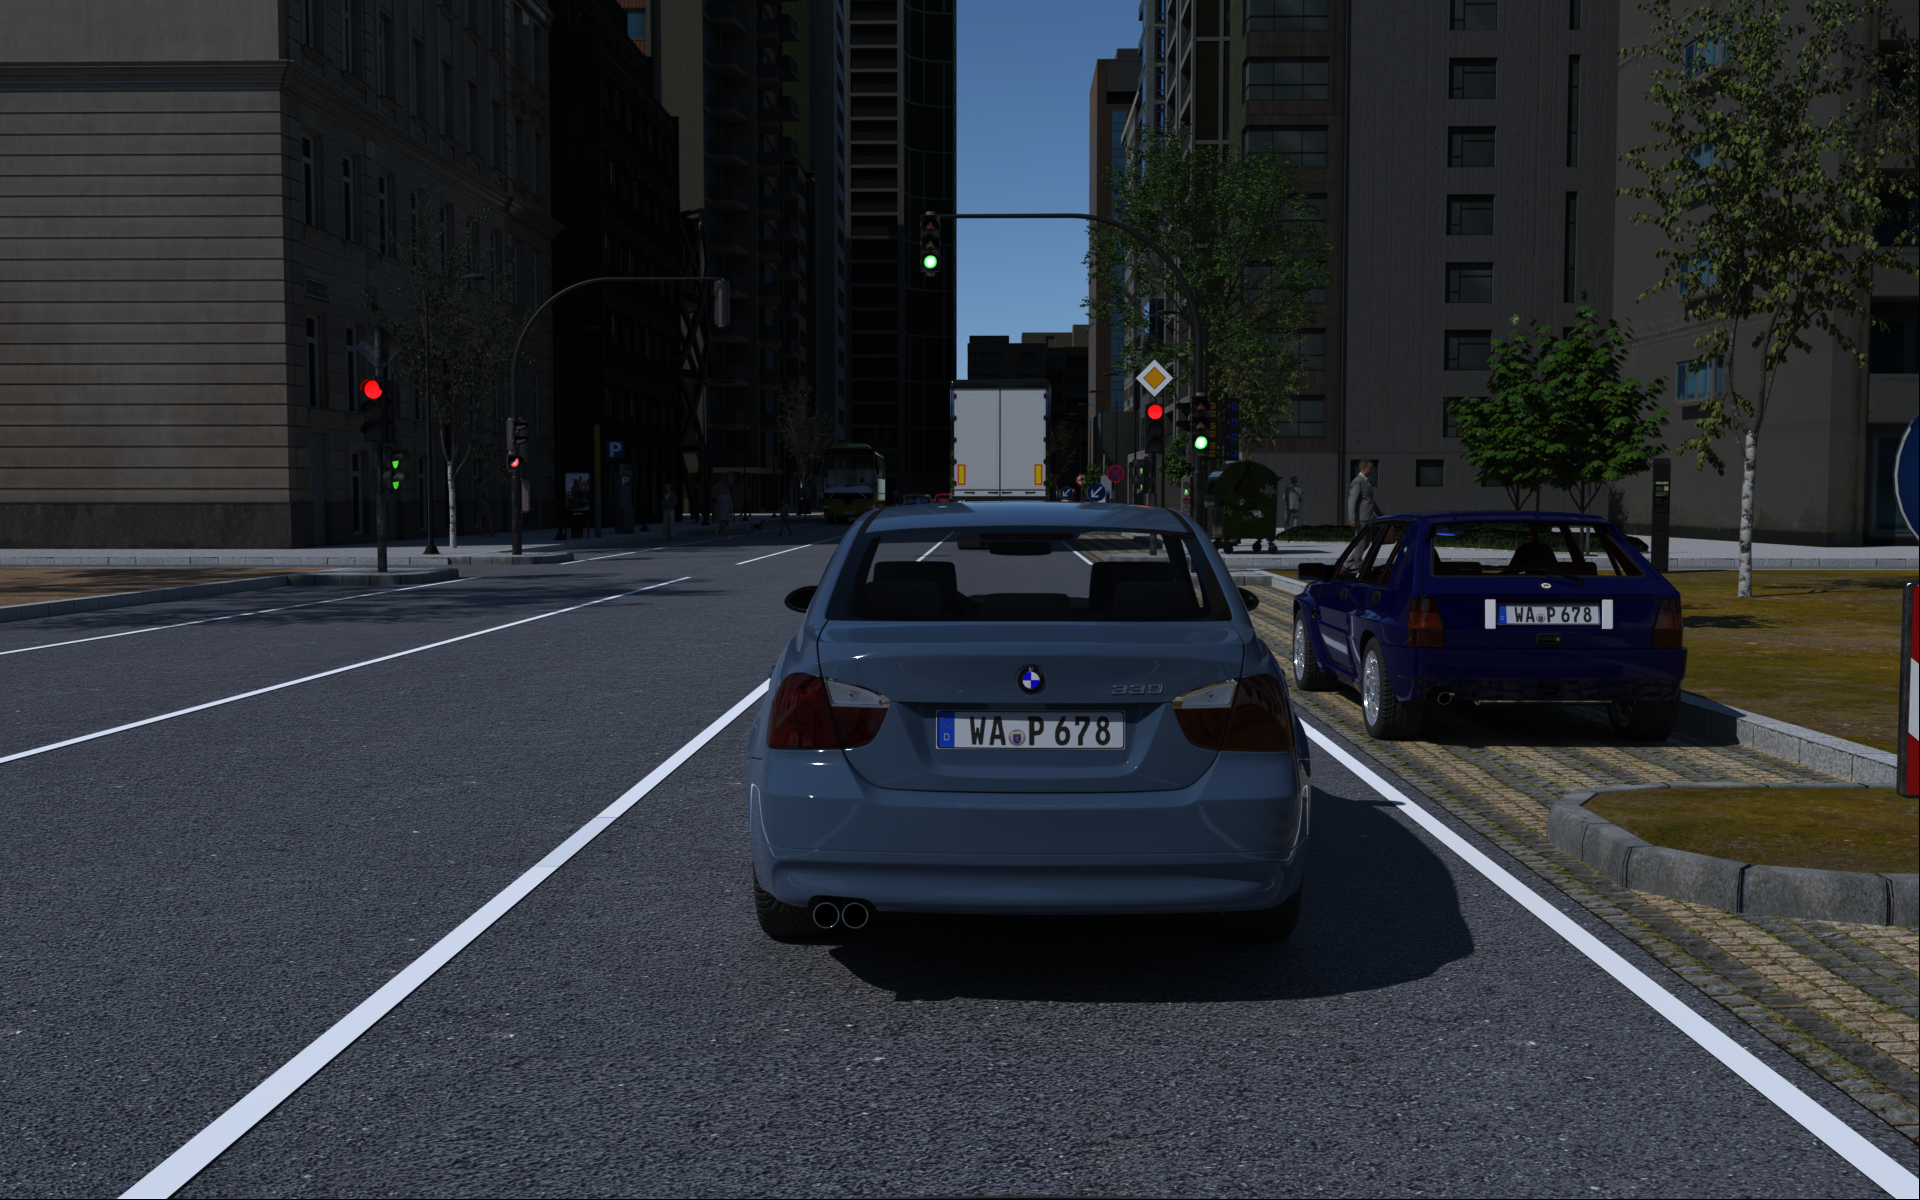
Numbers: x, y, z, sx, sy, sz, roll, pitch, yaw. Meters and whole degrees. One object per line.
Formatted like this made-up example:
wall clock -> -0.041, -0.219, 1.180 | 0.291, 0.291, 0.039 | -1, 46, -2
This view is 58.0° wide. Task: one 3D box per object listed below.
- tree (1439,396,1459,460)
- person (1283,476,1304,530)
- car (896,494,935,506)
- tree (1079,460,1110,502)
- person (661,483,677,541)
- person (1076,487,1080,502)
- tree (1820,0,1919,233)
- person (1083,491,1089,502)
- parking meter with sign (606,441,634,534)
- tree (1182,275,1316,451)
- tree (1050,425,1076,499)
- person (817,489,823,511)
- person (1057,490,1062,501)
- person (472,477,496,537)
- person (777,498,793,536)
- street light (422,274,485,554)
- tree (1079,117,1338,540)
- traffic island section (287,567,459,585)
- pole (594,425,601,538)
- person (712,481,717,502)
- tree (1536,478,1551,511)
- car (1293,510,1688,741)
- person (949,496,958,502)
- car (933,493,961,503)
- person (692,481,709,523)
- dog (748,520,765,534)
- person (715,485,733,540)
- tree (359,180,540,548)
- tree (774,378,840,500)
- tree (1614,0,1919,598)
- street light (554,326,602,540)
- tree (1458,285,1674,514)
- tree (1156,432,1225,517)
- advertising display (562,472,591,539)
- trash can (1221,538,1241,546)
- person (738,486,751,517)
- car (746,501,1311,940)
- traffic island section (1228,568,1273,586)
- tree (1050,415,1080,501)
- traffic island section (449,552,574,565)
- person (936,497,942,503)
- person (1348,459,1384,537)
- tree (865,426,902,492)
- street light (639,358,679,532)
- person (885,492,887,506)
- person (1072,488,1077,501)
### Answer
tree -> 5.890, -1.466, 18.568 | 1.663, 3.219, 1.824 | 0, 3, 0
person -> 9.781, -2.736, 50.981 | 0.606, 1.804, 0.583 | 0, 4, -4
car -> -1.835, -3.979, 75.285 | 2.015, 1.641, 3.980 | 0, 4, 3
tree -> 7.588, -6.296, 97.537 | 1.663, 3.219, 1.824 | 0, 3, 0
person -> -8.888, -2.674, 52.769 | 0.519, 1.759, 0.362 | 2, 4, 30
person -> 9.203, -7.966, 136.317 | 1.348, 1.821, 0.705 | -1, 4, -15
tree -> 10.088, -3.950, 14.939 | 4.360, 8.622, 3.978 | 0, 3, 0
person -> 9.703, -7.700, 132.863 | 0.541, 1.710, 0.530 | 0, 4, 4
parking meter with sign -> -11.010, -3.679, 56.416 | 0.543, 3.016, 1.738 | -2, 4, -26
tree -> 9.546, -6.562, 57.647 | 4.737, 8.622, 4.395 | 0, 3, 0
tree -> 10.098, -14.052, 180.106 | 4.737, 8.622, 4.395 | 0, 3, 0
person -> -10.337, -7.502, 129.641 | 0.756, 1.711, 0.436 | -1, 4, -9
person -> 10.214, -10.430, 176.586 | 0.705, 1.823, 1.348 | -2, 4, -31
person -> -14.252, -2.780, 51.837 | 0.599, 1.781, 0.374 | 1, 4, 11
person -> -5.982, -2.847, 59.324 | 0.475, 1.303, 0.640 | 3, 5, 40
street light -> -10.736, -3.928, 36.757 | 1.470, 5.913, 1.316 | 0, 4, 1
tree -> 6.924, -7.519, 48.686 | 9.928, 11.665, 9.643 | 0, 3, 0
traffic island section -> -9.554, -0.387, 28.605 | 2.009, 0.180, 2.903 | 0, 4, 1
pole -> -10.663, -3.491, 50.925 | 0.158, 3.312, 0.155 | 0, 3, 0
person -> -11.977, -4.886, 85.285 | 0.474, 1.900, 0.648 | -2, 4, -24
tree -> 18.216, -4.325, 54.422 | 4.285, 4.588, 4.351 | 0, 3, 0
car -> 3.281, 0.073, 11.379 | 1.945, 1.354, 3.894 | 0, 4, 2
person -> -0.314, -3.602, 68.226 | 0.643, 1.720, 0.563 | 2, 4, 24
car -> -0.994, -6.702, 118.622 | 2.155, 1.783, 4.494 | 0, 4, 1
person -> -11.467, -4.310, 76.422 | 0.836, 1.842, 0.656 | -2, 4, -29
dog -> -7.347, -2.651, 62.636 | 0.540, 0.507, 0.406 | -1, 4, -19
person -> -7.468, -2.771, 54.554 | 0.760, 1.731, 0.466 | 2, 4, 34
tree -> -11.991, -5.530, 40.786 | 4.360, 8.622, 3.978 | 0, 3, 0
tree -> -9.935, -9.759, 109.917 | 4.360, 8.622, 3.978 | 0, 3, 0
tree -> 9.977, -4.343, 21.369 | 4.737, 8.622, 4.395 | 0, 3, 0
street light -> -10.586, -4.617, 48.029 | 1.470, 5.913, 1.316 | 0, 4, 1
tree -> 5.709, -1.322, 16.218 | 1.663, 3.219, 1.824 | 0, 3, 0
tree -> 11.125, -6.077, 83.075 | 4.285, 4.588, 4.351 | 0, 3, 0
advertising display -> -11.085, -2.744, 50.084 | 0.123, 1.923, 0.974 | 3, 4, 36
trash can -> 6.624, -1.899, 42.696 | 0.748, 1.137, 0.748 | 0, 3, 0
person -> -12.316, -5.666, 99.080 | 0.834, 1.777, 0.661 | 1, 4, 21
car -> 0.246, 0.314, 6.872 | 2.014, 1.417, 4.499 | 0, 4, 1
traffic island section -> 3.883, -0.368, 28.293 | 2.009, 0.180, 2.903 | 0, 4, 1
tree -> 8.825, -12.550, 155.558 | 4.360, 8.622, 3.978 | 0, 3, 0
traffic island section -> -9.371, -0.875, 36.588 | 2.009, 0.180, 2.903 | 0, 4, 1
person -> -0.978, -4.294, 82.986 | 0.425, 1.301, 0.394 | -2, 4, -31
person -> 6.149, -1.234, 26.337 | 0.853, 1.813, 0.709 | 2, 4, 29
tree -> -8.321, -14.224, 182.928 | 4.737, 8.622, 4.395 | 0, 3, 0
street light -> -10.273, -5.299, 59.187 | 1.470, 5.913, 1.316 | 0, 4, 1
person -> -8.239, -11.142, 188.355 | 0.705, 1.807, 1.348 | -2, 4, -25
person -> 8.265, -7.225, 125.094 | 0.541, 1.710, 0.530 | -3, 4, -38
